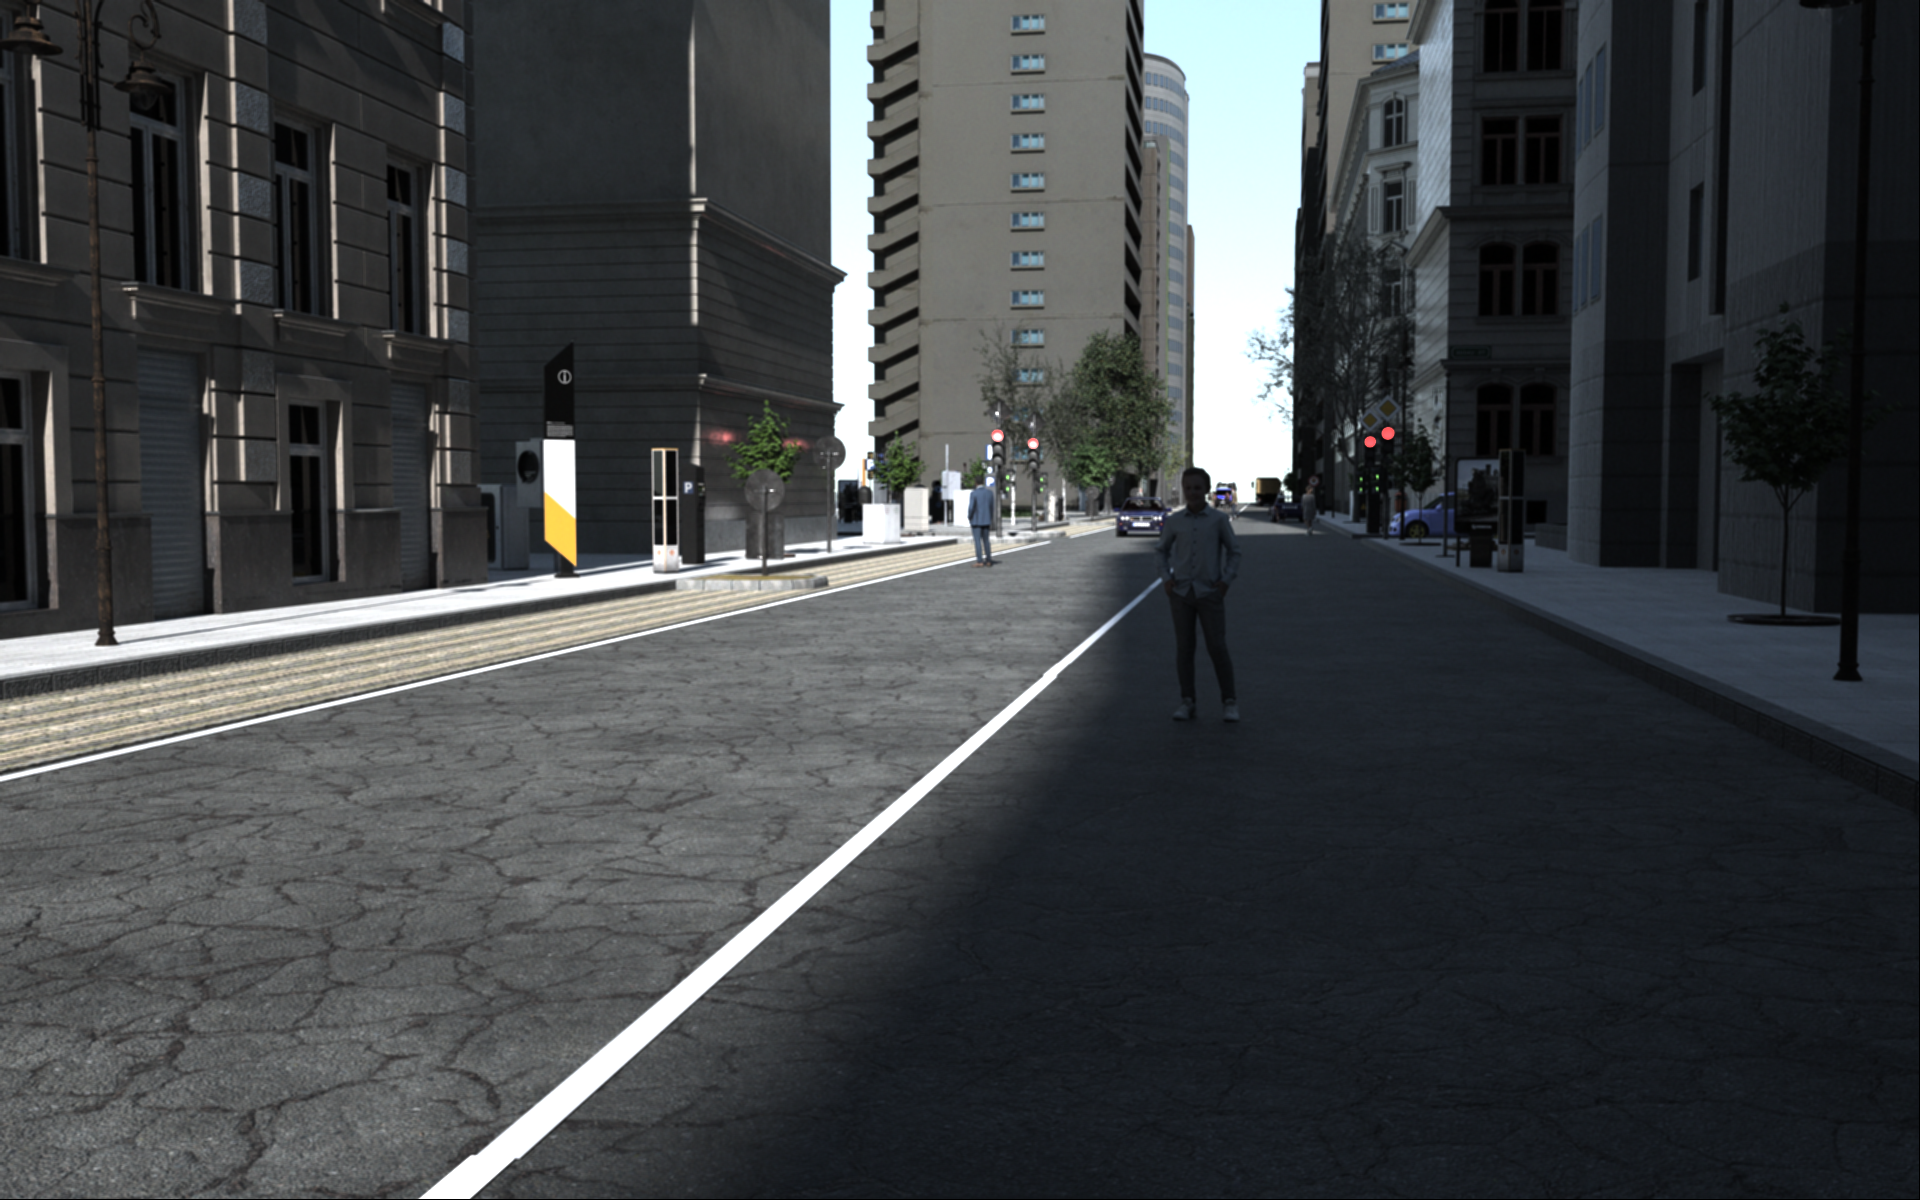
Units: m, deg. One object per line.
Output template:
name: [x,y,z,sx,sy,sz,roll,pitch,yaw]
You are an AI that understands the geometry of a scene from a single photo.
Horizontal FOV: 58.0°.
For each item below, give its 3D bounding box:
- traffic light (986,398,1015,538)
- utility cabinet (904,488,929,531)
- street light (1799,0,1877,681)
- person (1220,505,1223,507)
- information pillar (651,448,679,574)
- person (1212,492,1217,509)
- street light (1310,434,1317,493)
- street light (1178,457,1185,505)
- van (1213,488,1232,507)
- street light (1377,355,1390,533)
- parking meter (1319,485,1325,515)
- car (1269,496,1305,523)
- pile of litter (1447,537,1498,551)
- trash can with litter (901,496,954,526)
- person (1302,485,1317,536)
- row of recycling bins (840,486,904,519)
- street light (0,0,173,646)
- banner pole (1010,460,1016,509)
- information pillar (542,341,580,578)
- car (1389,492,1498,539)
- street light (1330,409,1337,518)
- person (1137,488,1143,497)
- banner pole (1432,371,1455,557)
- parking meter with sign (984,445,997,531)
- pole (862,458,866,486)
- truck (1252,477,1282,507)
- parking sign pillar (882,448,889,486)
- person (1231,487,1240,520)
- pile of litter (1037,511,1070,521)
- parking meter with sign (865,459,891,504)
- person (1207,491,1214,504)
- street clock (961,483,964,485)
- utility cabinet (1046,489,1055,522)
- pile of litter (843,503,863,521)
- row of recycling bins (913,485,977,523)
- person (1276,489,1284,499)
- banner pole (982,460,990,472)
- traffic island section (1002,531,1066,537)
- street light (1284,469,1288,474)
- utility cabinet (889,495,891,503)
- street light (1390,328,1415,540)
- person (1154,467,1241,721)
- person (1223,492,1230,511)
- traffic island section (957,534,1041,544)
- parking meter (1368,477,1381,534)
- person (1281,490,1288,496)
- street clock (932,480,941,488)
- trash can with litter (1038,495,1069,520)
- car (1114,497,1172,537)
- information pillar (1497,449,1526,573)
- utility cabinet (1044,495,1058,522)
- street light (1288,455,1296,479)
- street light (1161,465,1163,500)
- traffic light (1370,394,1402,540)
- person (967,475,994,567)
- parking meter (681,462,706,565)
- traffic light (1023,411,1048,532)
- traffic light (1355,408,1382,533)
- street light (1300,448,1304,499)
traffic light: [1.162,-3.778,50.694,0.839,4.253,0.868,1,4,10]
utility cabinet: [-1.492,-3.110,59.533,0.318,1.500,1.173,-2,4,-33]
street light: [6.127,-2.384,11.773,0.468,5.910,1.993,1,4,10]
person: [29.183,-11.278,193.608,0.721,1.735,1.217,3,5,44]
information pillar: [-4.761,-1.437,27.995,0.304,2.012,0.304,3,4,39]
person: [21.232,-8.219,144.344,0.415,1.643,0.593,-1,4,-17]
street light: [26.994,-9.783,132.740,0.468,5.910,1.993,1,4,10]
street light: [27.890,-14.906,216.504,0.468,5.910,1.993,1,4,10]
van: [28.855,-11.293,189.030,2.240,2.365,5.245,1,4,12]
street light: [14.105,-5.185,57.557,0.468,5.910,1.993,1,4,10]
parking meter: [22.295,-6.173,106.633,0.255,1.863,0.399,2,4,31]
car: [16.783,-4.646,88.544,1.945,1.354,3.894,1,4,8]
pile of litter: [11.776,-1.560,39.477,1.176,0.858,1.719,0,4,-5]
trash can with litter: [-1.140,-3.891,74.667,1.678,1.210,2.233,-3,5,-40]
person: [12.032,-3.079,59.584,0.466,1.731,0.760,-1,4,-10]
row of recycling bins: [-4.390,-4.982,88.572,3.534,1.692,1.069,0,4,1]
street light: [-7.241,-2.552,14.519,0.468,5.910,1.993,1,4,10]
banner pole: [3.846,-8.310,125.885,0.401,3.779,0.863,-2,4,-31]
information pillar: [-6.108,-2.147,26.466,0.504,3.616,0.183,-2,4,-34]
car: [14.967,-2.637,52.709,3.694,1.707,1.945,1,4,9]
street light: [20.276,-7.411,93.956,0.468,5.910,1.993,1,4,10]
person: [9.980,-5.287,95.338,0.834,1.777,0.661,1,4,12]
banner pole: [9.883,-2.787,35.577,0.401,3.779,0.863,-1,4,-12]
parking meter with sign: [1.066,-3.916,60.289,0.543,3.016,1.738,0,4,8]
pole: [-5.457,-6.389,98.297,0.158,3.312,0.155,0,3,0]
truck: [35.446,-12.462,199.674,3.469,3.379,9.791,1,4,8]
parking sign pillar: [-4.409,-6.950,102.106,1.447,3.967,1.447,0,4,-3]
person: [15.455,-5.456,97.618,0.836,1.842,0.656,-3,5,-42]
pile of litter: [4.862,-4.578,88.811,1.719,0.858,1.176,0,4,6]
parking meter with sign: [-3.958,-5.469,85.685,0.543,3.016,1.738,-3,4,-38]
person: [29.737,-11.926,203.486,1.348,1.824,0.705,1,4,16]
street clock: [0.118,-7.452,126.413,0.358,2.002,0.471,-2,4,-33]
utility cabinet: [4.055,-4.238,77.962,0.318,1.500,1.173,0,4,-3]
pile of litter: [-5.175,-4.251,83.472,1.176,0.858,1.719,2,4,27]
row of recycling bins: [-0.477,-4.275,77.017,3.534,1.692,1.069,1,4,11]
person: [21.072,-6.445,114.270,0.834,1.777,0.661,-3,5,-44]
banner pole: [1.705,-7.673,115.462,0.863,3.779,0.401,0,4,-8]
traffic island section: [2.488,-2.228,58.703,2.009,0.180,2.903,1,4,10]
street light: [47.513,-16.999,250.715,0.468,5.910,1.993,1,4,10]
utility cabinet: [-5.187,-6.439,116.433,1.020,1.237,0.306,-1,4,-9]
street light: [12.368,-4.617,48.269,0.468,5.910,1.993,1,4,10]
person: [1.510,-0.045,11.044,0.589,1.601,0.330,2,4,25]
person: [22.497,-8.329,146.153,0.593,1.643,0.415,-1,4,-9]
traffic island section: [1.124,-1.746,50.835,2.009,0.180,2.903,1,4,10]
parking meter: [13.395,-3.077,56.023,0.399,1.863,0.255,1,4,14]
person: [29.259,-9.015,156.431,0.750,1.759,0.617,-1,4,-12]
street clock: [-1.252,-5.348,92.003,0.358,2.002,0.471,3,5,43]
trash can with litter: [4.632,-4.619,86.574,2.233,1.210,1.678,-3,5,-44]
car: [6.241,-2.837,58.972,1.945,1.354,3.894,0,4,8]
information pillar: [9.040,-1.462,28.395,0.304,2.012,0.304,-1,4,-22]
utility cabinet: [4.193,-4.198,79.798,0.306,1.237,1.020,-1,4,-19]
street light: [41.235,-14.774,214.335,0.468,5.910,1.993,1,4,10]
street light: [19.948,-12.121,170.960,0.468,5.910,1.993,1,4,10]
traffic light: [12.015,-3.664,48.835,0.839,4.253,0.868,1,4,10]
person: [0.426,-1.548,33.991,0.721,1.800,0.419,-3,5,-41]
parking meter: [-4.859,-1.581,31.563,0.399,1.863,0.255,2,4,28]
traffic light: [2.526,-4.259,58.562,0.839,4.253,0.868,1,4,10]
traffic light: [13.379,-4.146,56.703,0.839,4.253,0.868,1,4,10]
street light: [33.334,-12.007,169.109,0.468,5.910,1.993,1,4,10]
